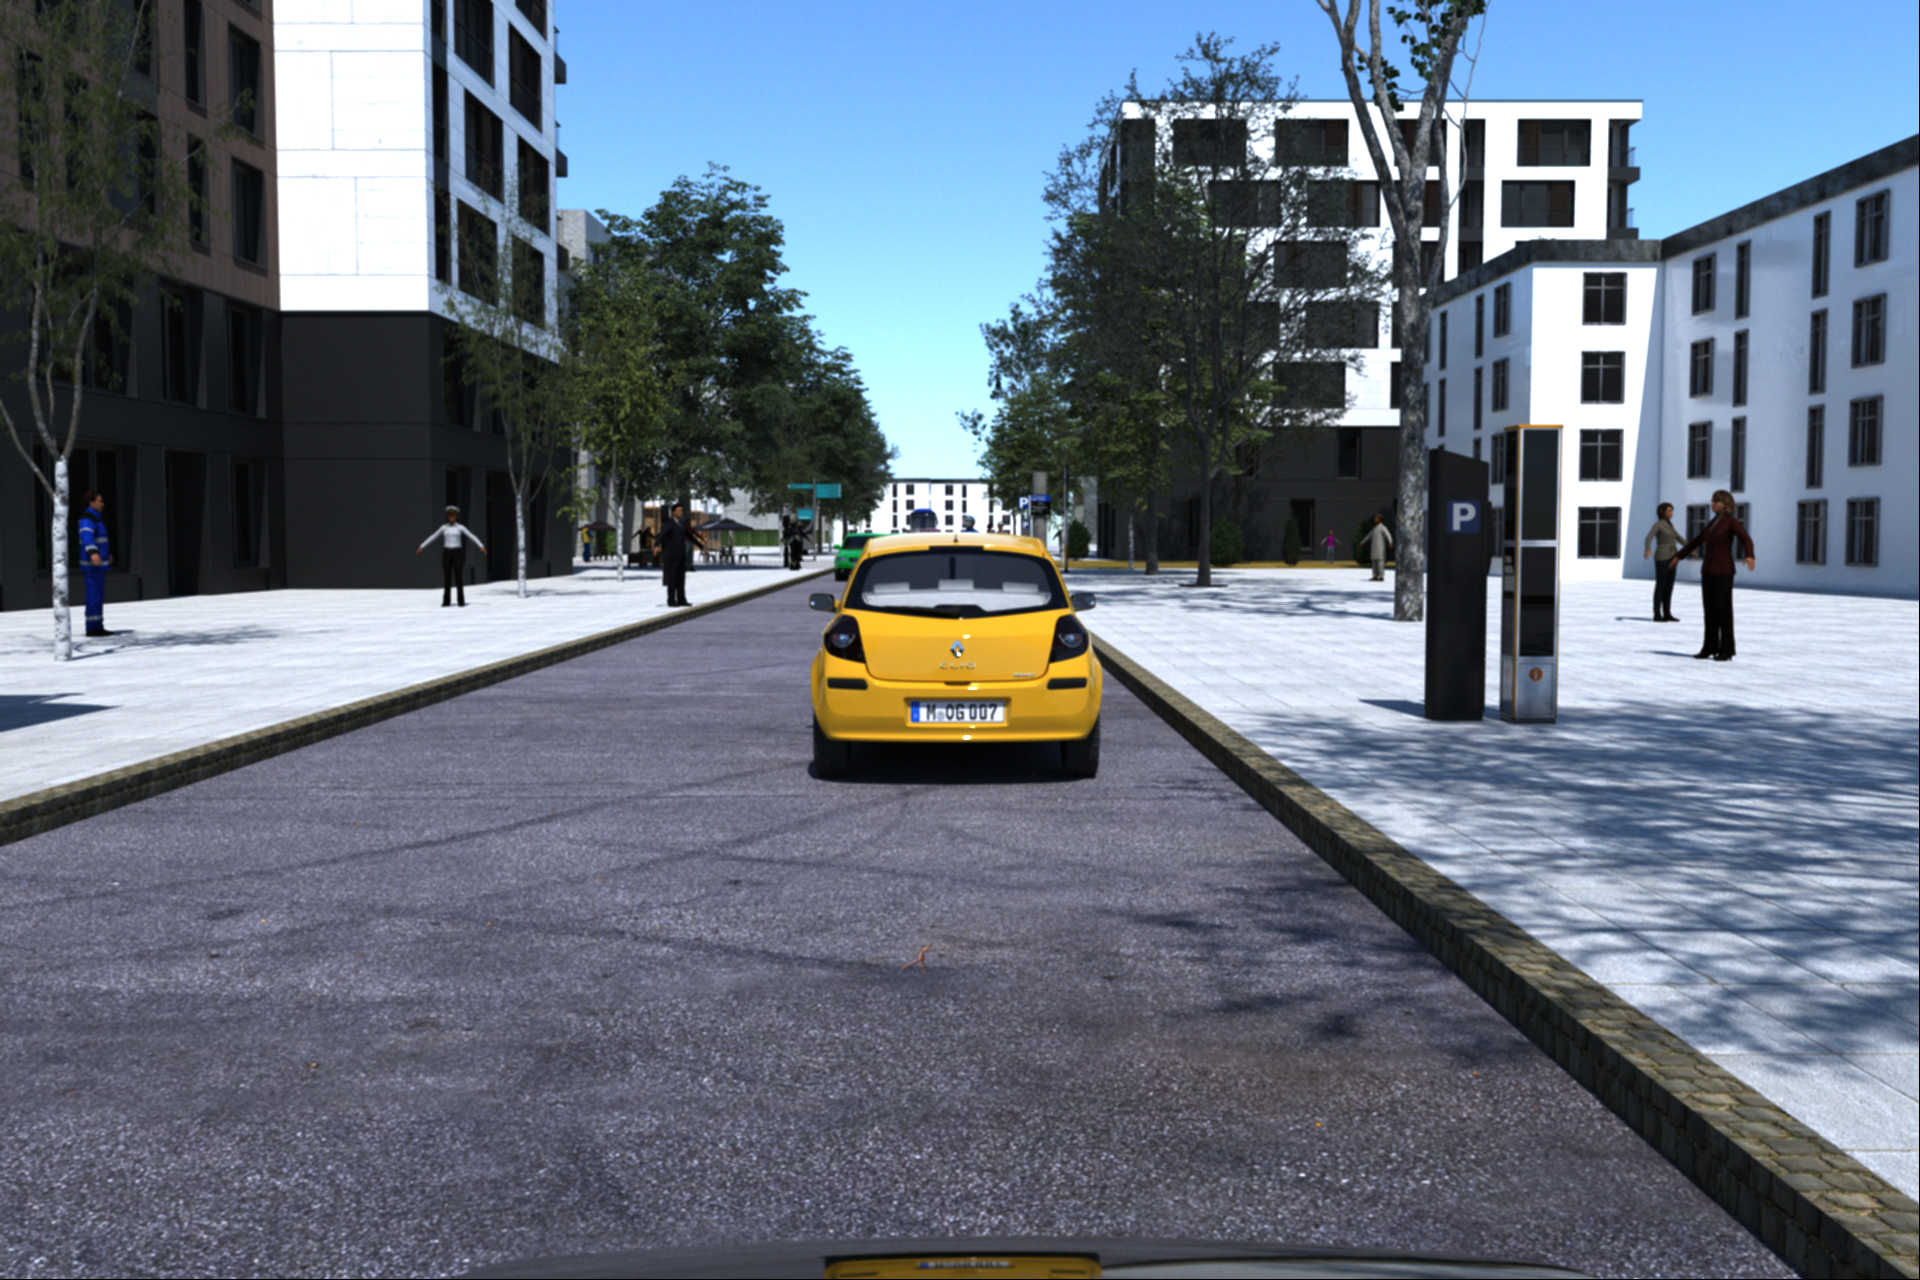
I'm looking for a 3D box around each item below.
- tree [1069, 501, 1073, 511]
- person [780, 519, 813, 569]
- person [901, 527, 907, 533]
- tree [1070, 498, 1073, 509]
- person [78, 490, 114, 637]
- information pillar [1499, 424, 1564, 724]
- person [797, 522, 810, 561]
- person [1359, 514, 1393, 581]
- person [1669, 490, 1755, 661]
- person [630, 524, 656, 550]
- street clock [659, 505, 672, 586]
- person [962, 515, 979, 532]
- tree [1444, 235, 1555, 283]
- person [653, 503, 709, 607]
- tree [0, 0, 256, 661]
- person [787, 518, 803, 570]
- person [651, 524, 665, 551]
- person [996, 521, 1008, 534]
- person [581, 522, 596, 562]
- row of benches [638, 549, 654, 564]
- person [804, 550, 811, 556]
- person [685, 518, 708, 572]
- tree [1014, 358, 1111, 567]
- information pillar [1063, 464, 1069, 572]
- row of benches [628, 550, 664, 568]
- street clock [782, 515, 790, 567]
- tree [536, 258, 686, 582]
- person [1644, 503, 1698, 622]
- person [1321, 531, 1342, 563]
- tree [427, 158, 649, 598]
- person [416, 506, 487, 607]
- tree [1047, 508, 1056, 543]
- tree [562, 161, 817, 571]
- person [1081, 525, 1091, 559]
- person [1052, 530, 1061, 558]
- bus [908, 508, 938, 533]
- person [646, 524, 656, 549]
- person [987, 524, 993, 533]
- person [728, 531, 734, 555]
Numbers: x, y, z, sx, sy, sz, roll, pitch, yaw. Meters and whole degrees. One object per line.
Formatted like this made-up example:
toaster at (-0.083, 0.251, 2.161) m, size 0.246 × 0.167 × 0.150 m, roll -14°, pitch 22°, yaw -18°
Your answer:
tree at (18.312, -19.029, 261.486) m, size 4.737 × 8.622 × 4.395 m, roll 0°, pitch 3°, yaw 0°
person at (-6.107, -3.575, 64.392) m, size 1.347 × 1.837 × 0.705 m, roll -2°, pitch 4°, yaw -33°
person at (-2.540, -4.390, 80.704) m, size 0.721 × 1.772 × 1.216 m, roll -3°, pitch 5°, yaw -42°
tree at (18.779, -18.679, 255.763) m, size 4.360 × 8.622 × 3.978 m, roll 0°, pitch 3°, yaw 0°
person at (-10.851, -0.966, 21.771) m, size 0.704 × 1.831 × 1.345 m, roll -1°, pitch 4°, yaw -20°
information pillar at (3.881, -0.446, 11.780) m, size 0.304 × 2.012 × 0.304 m, roll 0°, pitch 4°, yaw -1°
person at (-7.526, -4.615, 81.226) m, size 1.354 × 1.856 × 0.705 m, roll 3°, pitch 5°, yaw 42°
person at (11.383, -2.516, 47.226) m, size 0.704 × 1.819 × 1.344 m, roll -2°, pitch 4°, yaw -26°
person at (7.659, -0.662, 17.628) m, size 0.721 × 1.729 × 1.215 m, roll -1°, pitch 4°, yaw -15°
person at (-16.751, -5.221, 91.557) m, size 1.347 × 1.806 × 0.705 m, roll -1°, pitch 4°, yaw -14°
street clock at (-7.266, -2.344, 42.886) m, size 0.358 × 2.002 × 0.471 m, roll 0°, pitch 4°, yaw 0°
person at (0.182, -1.665, 35.809) m, size 1.347 × 1.817 × 0.704 m, roll 2°, pitch 4°, yaw 32°
tree at (24.102, -10.345, 75.792) m, size 9.857 × 13.997 × 8.962 m, roll 0°, pitch 3°, yaw 0°
person at (-4.984, -1.504, 30.632) m, size 0.704 × 1.823 × 1.345 m, roll 2°, pitch 4°, yaw 34°
tree at (-8.984, -4.078, 17.044) m, size 4.360 × 8.622 × 3.978 m, roll 0°, pitch 3°, yaw 0°
person at (-5.863, -3.390, 61.292) m, size 0.704 × 1.845 × 1.351 m, roll -2°, pitch 4°, yaw -24°
person at (-12.924, -4.235, 75.962) m, size 1.216 × 1.740 × 0.721 m, roll -1°, pitch 4°, yaw -12°
person at (1.268, -2.849, 54.894) m, size 1.347 × 1.847 × 0.705 m, roll 2°, pitch 4°, yaw 32°
person at (-16.992, -4.468, 79.029) m, size 0.705 × 1.833 × 1.349 m, roll -3°, pitch 4°, yaw -38°
row of benches at (-12.758, -3.408, 71.178) m, size 1.422 × 0.672 × 4.104 m, roll -1°, pitch 4°, yaw -14°
person at (-9.100, -5.913, 102.907) m, size 0.704 × 1.802 × 1.346 m, roll -2°, pitch 4°, yaw -29°
person at (-9.219, -3.231, 58.927) m, size 1.345 × 1.816 × 0.704 m, roll -3°, pitch 4°, yaw -38°
tree at (3.829, -7.209, 68.223) m, size 4.360 × 8.622 × 3.978 m, roll 0°, pitch 3°, yaw 0°
information pillar at (3.575, -4.091, 58.249) m, size 0.183 × 3.616 × 0.504 m, roll 0°, pitch 3°, yaw 0°
row of benches at (-11.668, -3.152, 67.001) m, size 1.422 × 0.672 × 4.104 m, roll 1°, pitch 4°, yaw 15°
street clock at (-6.751, -3.839, 67.340) m, size 0.358 × 2.002 × 0.471 m, roll 0°, pitch 4°, yaw 1°
tree at (-9.242, -5.885, 46.581) m, size 4.737 × 8.622 × 4.395 m, roll 0°, pitch 3°, yaw 0°
person at (10.376, -1.135, 25.317) m, size 1.215 × 1.744 × 0.721 m, roll -2°, pitch 4°, yaw -34°
person at (16.278, -4.081, 75.986) m, size 0.991 × 1.433 × 0.599 m, roll -1°, pitch 4°, yaw -15°
tree at (-8.909, -5.153, 34.613) m, size 4.360 × 8.622 × 3.978 m, roll 0°, pitch 3°, yaw 0°
person at (-8.987, -1.479, 30.639) m, size 1.216 × 1.778 × 0.721 m, roll 0°, pitch 4°, yaw -4°
tree at (13.558, -18.789, 257.561) m, size 4.360 × 8.622 × 3.978 m, roll 0°, pitch 3°, yaw 0°
tree at (-9.799, -9.419, 60.661) m, size 9.857 × 13.997 × 8.962 m, roll 0°, pitch 3°, yaw 0°
person at (6.482, -5.165, 90.909) m, size 0.721 × 1.772 × 1.216 m, roll 3°, pitch 5°, yaw 43°
person at (5.544, -5.296, 92.735) m, size 1.346 × 1.812 × 0.704 m, roll 2°, pitch 4°, yaw 26°
bus at (-3.518, -10.915, 170.007) m, size 2.896 × 3.916 × 12.251 m, roll 0°, pitch 3°, yaw 0°
person at (-18.253, -5.869, 101.726) m, size 0.705 × 1.858 × 1.354 m, roll 2°, pitch 4°, yaw 23°
person at (1.617, -5.214, 91.388) m, size 0.704 × 1.843 × 1.345 m, roll 1°, pitch 4°, yaw 23°
person at (-13.662, -5.957, 103.579) m, size 0.705 × 1.806 × 1.347 m, roll -1°, pitch 4°, yaw -10°
